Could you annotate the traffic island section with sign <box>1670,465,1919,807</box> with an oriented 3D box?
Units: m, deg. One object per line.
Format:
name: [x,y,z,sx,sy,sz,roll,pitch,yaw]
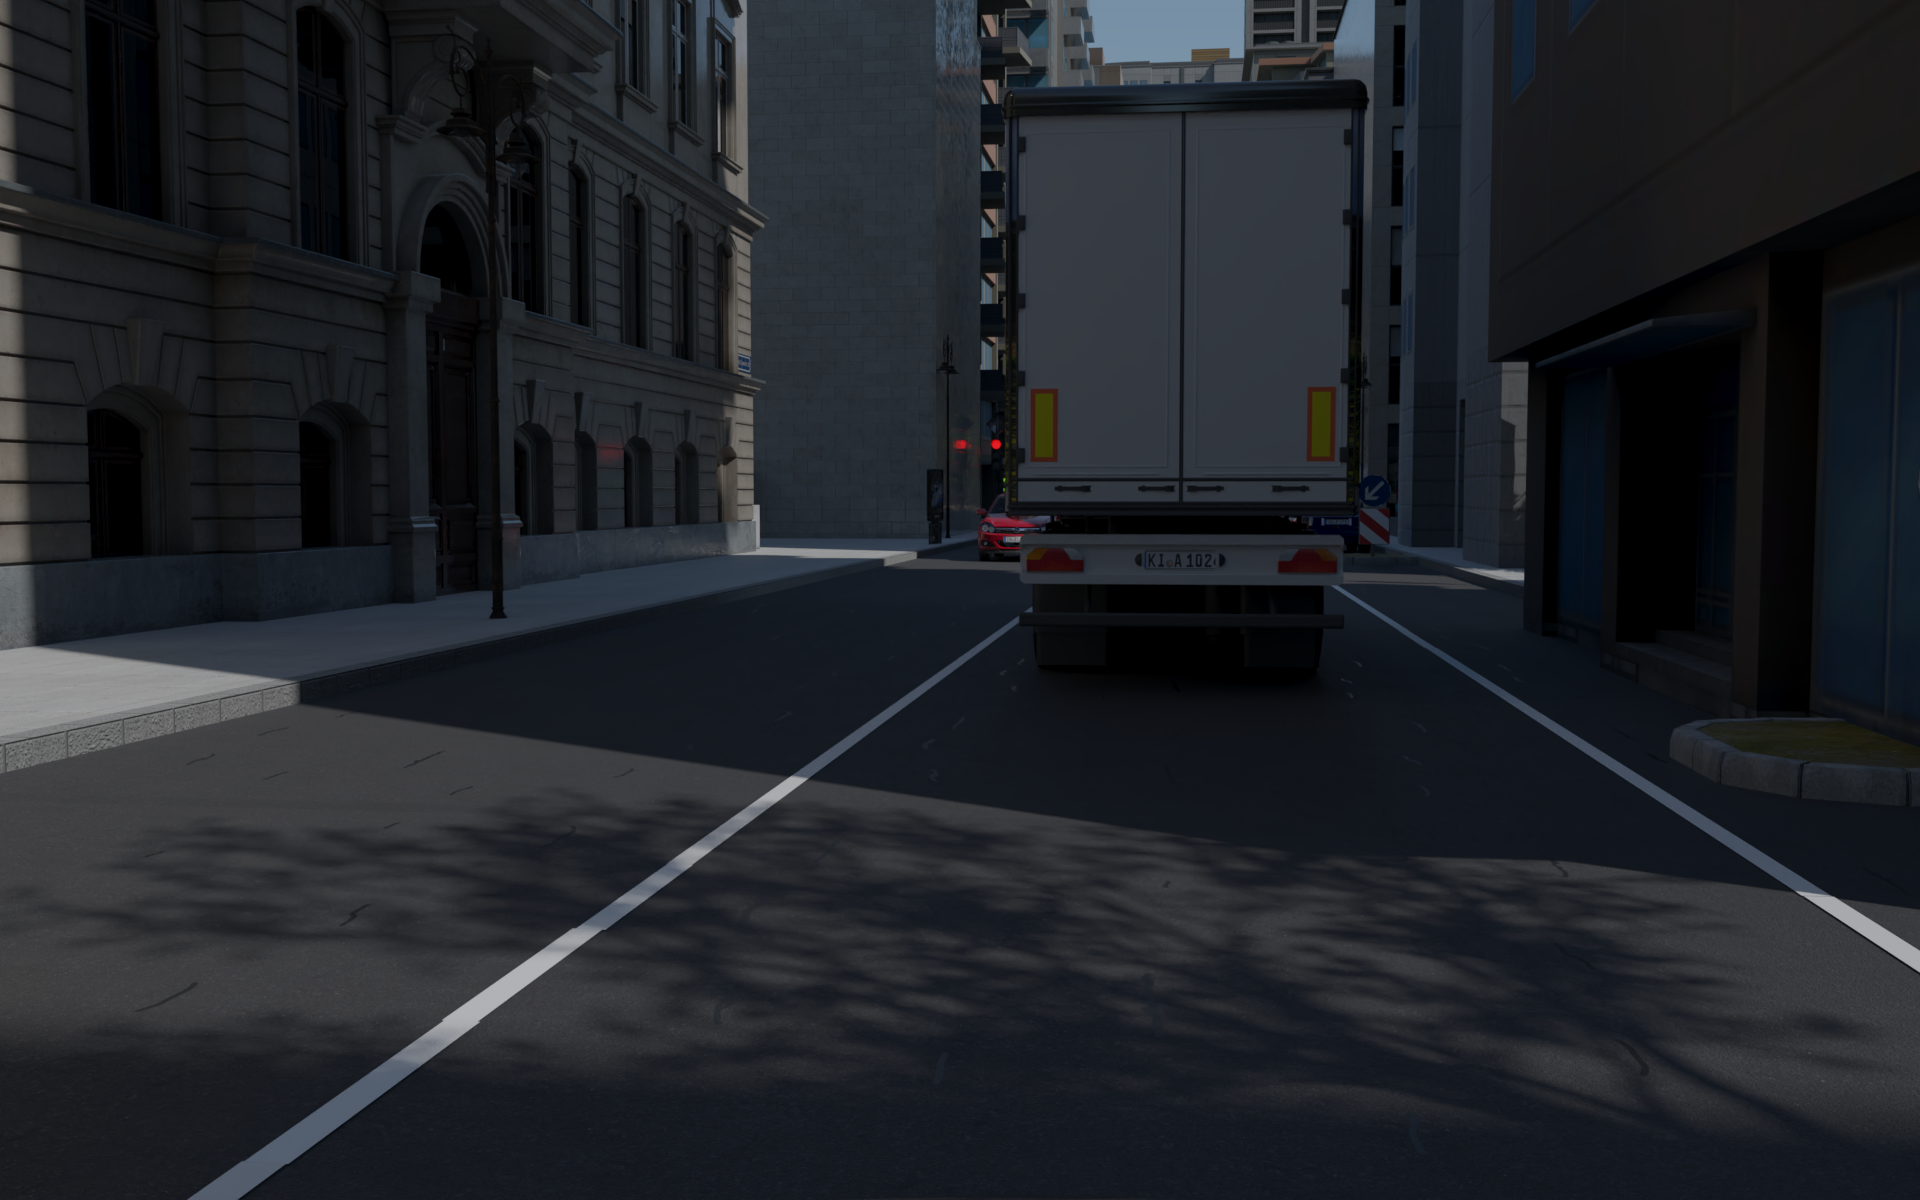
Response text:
traffic island section with sign: [4.798,-0.013,8.837,1.989,1.847,2.006,0,4,8]

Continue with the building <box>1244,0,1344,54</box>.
building: [48.134,-48.465,230.655,20.611,71.187,20.563,0,4,8]

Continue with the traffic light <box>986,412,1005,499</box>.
traffic light: [1.291,-4.318,59.527,0.839,4.253,0.868,0,4,8]

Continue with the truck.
truck: [2.156,-1.744,17.422,2.839,4.237,11.283,0,4,7]

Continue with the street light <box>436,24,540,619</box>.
street light: [-4.771,-2.748,17.711,0.468,5.910,1.993,0,4,8]

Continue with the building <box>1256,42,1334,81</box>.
building: [40.227,-31.662,172.295,22.147,44.769,28.867,0,4,8]

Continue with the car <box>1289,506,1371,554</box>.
car: [9.131,-1.858,42.966,1.945,1.354,3.894,0,4,6]

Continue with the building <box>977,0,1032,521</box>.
building: [-8.178,-26.342,85.311,22.147,44.769,28.867,0,4,8]

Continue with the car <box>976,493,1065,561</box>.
car: [1.473,-1.795,38.384,2.155,1.783,4.494,0,4,8]

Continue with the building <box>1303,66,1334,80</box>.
building: [27.031,-18.931,103.021,14.314,27.812,24.014,0,4,8]

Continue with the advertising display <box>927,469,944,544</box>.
advertising display: [-0.637,-2.400,44.448,0.123,1.923,0.974,1,4,18]

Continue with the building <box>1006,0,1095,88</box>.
building: [-2.031,-30.801,123.211,23.786,49.044,30.456,0,4,8]

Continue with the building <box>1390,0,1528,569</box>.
building: [21.547,-30.494,40.572,21.231,58.520,28.212,0,4,8]

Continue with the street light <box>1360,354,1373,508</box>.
street light: [13.272,-5.157,57.099,0.468,5.910,1.993,0,4,8]

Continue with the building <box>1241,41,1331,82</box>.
building: [46.826,-37.328,199.550,28.713,52.752,27.495,0,4,8]

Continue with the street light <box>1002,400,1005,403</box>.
street light: [1.947,-5.808,67.742,0.468,5.910,1.993,0,4,8]

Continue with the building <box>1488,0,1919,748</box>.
building: [11.605,-21.986,9.574,14.600,45.320,14.200,0,4,8]

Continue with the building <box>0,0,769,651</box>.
building: [-11.912,-12.406,21.923,14.460,24.649,34.723,0,4,8]

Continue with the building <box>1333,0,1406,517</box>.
building: [33.622,-16.381,72.353,34.151,26.468,19.350,0,4,8]

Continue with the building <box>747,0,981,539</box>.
building: [-8.327,-12.271,55.381,16.860,20.320,10.420,0,4,8]

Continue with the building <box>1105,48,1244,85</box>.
building: [23.903,-42.325,234.007,28.212,58.520,21.231,0,4,8]

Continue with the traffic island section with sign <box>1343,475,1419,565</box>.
traffic island section with sign: [8.437,-1.680,36.094,1.989,1.847,2.006,0,4,8]

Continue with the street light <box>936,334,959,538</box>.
street light: [-0.349,-4.727,50.079,0.468,5.910,1.993,0,4,8]

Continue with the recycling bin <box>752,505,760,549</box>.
recycling bin: [-5.130,-1.706,40.442,0.722,1.027,0.722,-2,4,-27]

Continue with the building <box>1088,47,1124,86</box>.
building: [9.830,-32.344,178.937,14.600,45.320,14.200,0,4,8]
